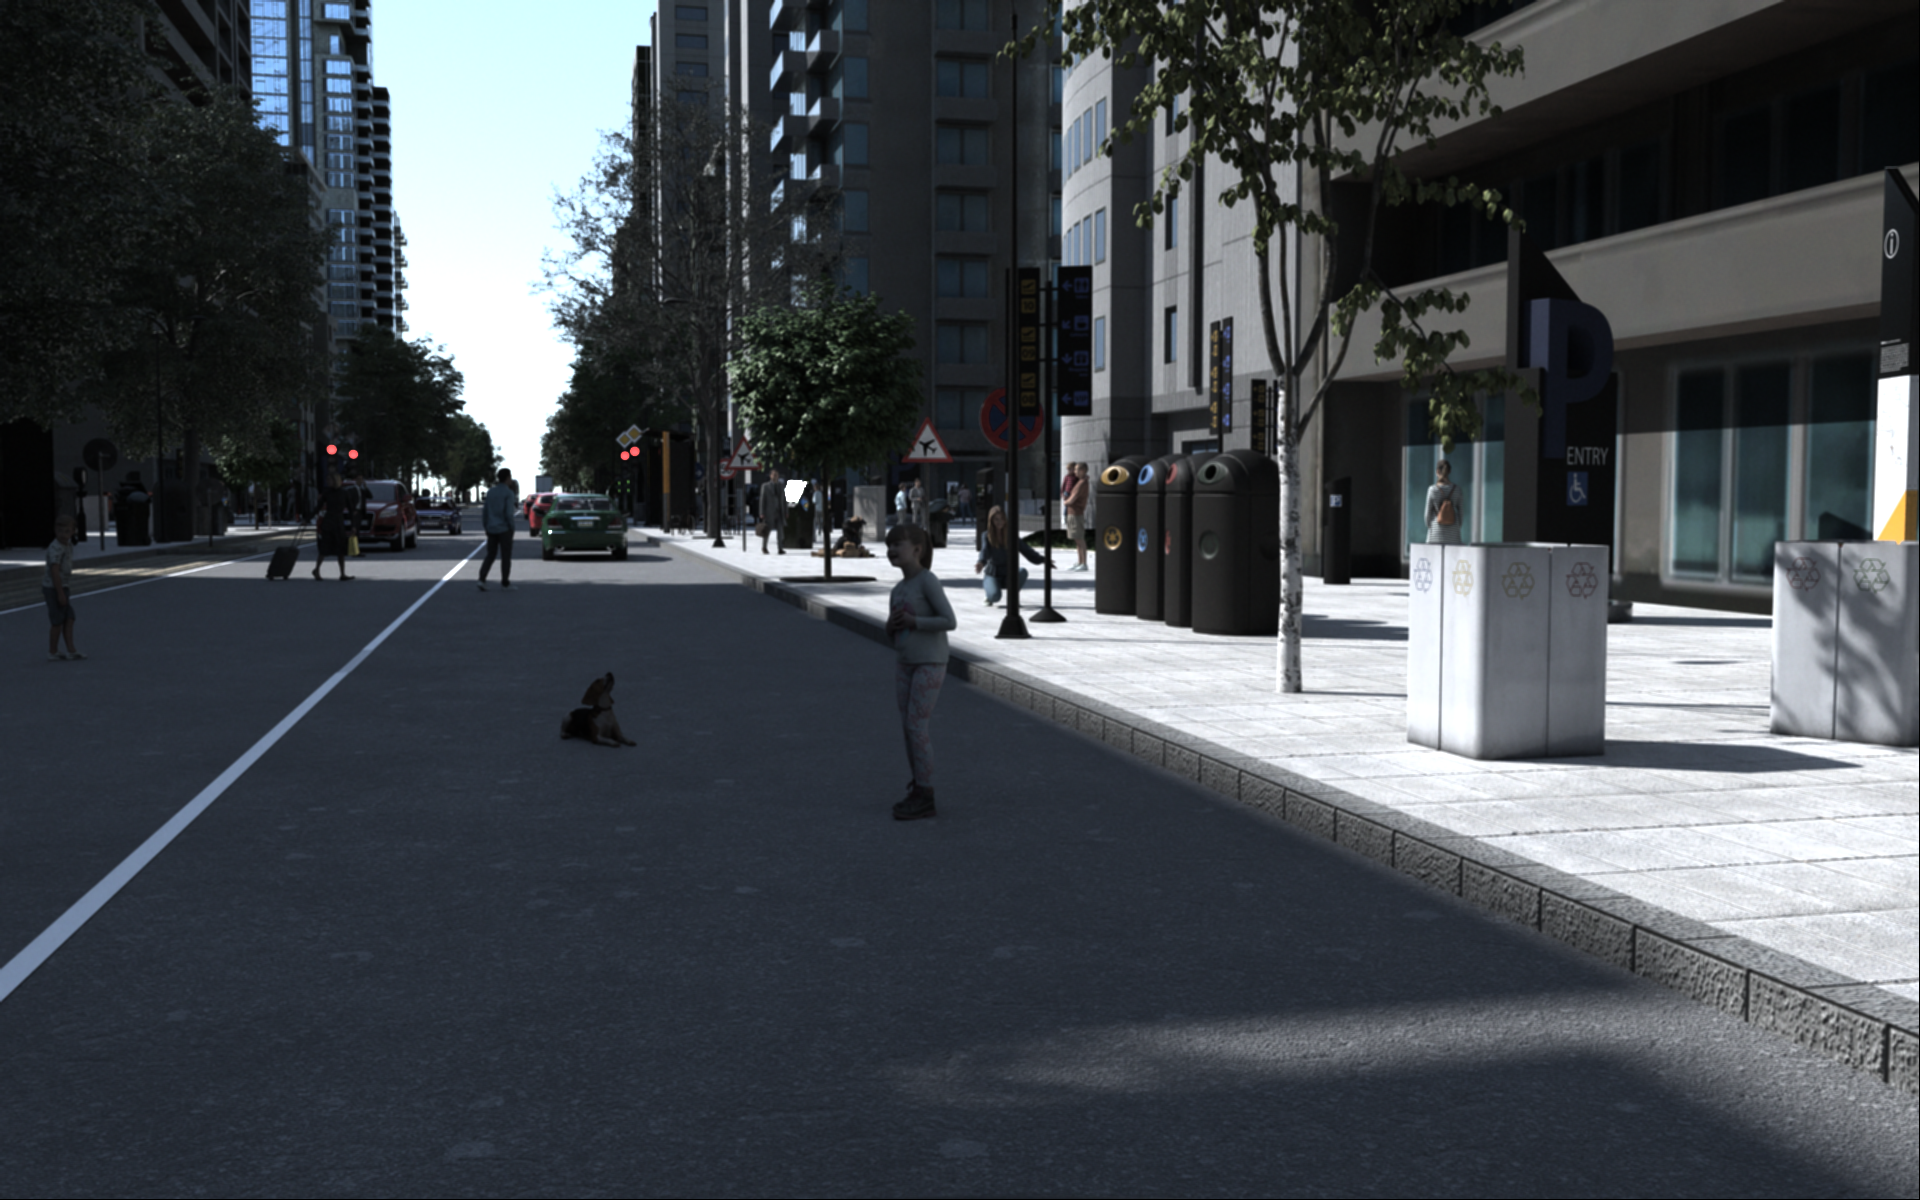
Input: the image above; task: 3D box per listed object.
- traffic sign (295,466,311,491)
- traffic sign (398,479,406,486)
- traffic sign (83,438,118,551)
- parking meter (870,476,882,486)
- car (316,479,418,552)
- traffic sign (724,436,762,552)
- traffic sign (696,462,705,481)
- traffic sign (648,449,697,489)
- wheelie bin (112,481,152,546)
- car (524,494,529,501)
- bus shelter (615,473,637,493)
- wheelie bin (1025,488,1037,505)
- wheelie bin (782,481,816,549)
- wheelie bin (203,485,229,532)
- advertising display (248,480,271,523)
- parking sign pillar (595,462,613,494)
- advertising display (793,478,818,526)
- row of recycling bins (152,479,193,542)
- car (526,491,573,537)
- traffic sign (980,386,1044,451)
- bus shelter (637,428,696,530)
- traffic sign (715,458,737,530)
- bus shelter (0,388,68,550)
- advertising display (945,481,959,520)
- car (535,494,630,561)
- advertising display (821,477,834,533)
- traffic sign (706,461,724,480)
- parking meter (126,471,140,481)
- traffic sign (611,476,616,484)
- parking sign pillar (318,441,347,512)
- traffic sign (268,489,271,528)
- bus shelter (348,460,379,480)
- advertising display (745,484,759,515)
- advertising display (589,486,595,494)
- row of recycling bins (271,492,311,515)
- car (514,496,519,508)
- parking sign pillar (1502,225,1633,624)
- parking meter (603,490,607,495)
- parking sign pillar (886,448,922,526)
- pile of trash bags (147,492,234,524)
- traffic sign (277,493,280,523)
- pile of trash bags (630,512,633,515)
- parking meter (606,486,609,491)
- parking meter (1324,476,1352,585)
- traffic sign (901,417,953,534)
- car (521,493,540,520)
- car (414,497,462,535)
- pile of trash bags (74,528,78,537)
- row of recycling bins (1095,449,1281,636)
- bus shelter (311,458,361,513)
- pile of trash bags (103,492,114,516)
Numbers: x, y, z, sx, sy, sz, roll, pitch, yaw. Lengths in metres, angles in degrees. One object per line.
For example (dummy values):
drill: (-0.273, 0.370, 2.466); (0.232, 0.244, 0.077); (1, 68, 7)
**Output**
traffic sign: (-30.200, -4.863, 79.616); (0.768, 2.556, 0.104); (0, 4, -4)
traffic sign: (-45.841, -8.697, 142.296); (0.768, 2.556, 0.104); (-1, 4, -9)
traffic sign: (-19.469, -2.394, 39.250); (0.768, 2.556, 0.104); (0, 4, -6)
parking meter: (-2.725, -3.071, 55.920); (0.255, 1.863, 0.399); (2, 4, 28)
car: (-15.151, -2.186, 44.408); (2.281, 1.827, 5.304); (-1, 4, -12)
traffic sign: (-4.809, -2.358, 38.564); (0.884, 2.594, 0.081); (-1, 4, -13)
traffic sign: (-10.447, -4.169, 68.266); (0.768, 2.556, 0.104); (0, 4, -5)
traffic sign: (-13.058, -5.182, 78.604); (2.265, 3.308, 0.079); (0, 4, -5)
wheelie bin: (-20.381, -2.125, 42.659); (0.980, 1.594, 0.693); (1, 4, 15)
car: (-42.198, -9.872, 171.625); (2.015, 1.641, 3.980); (-1, 4, -12)
bus shelter: (-25.658, -8.404, 131.336); (2.014, 3.302, 5.546); (-1, 4, -14)
wheelie bin: (3.426, -4.848, 87.180); (0.693, 1.594, 0.980); (-2, 4, -27)
wheelie bin: (-3.815, -2.003, 40.650); (0.980, 1.594, 0.693); (3, 5, 39)
wheelie bin: (-25.084, -3.084, 58.338); (0.980, 1.594, 0.693); (0, 4, 3)
advertising display: (-31.002, -4.369, 76.652); (0.974, 1.923, 0.123); (0, 4, -1)
parking sign pillar: (-25.981, -8.435, 126.388); (1.447, 3.967, 1.447); (0, 4, -8)
advertising display: (-6.136, -3.892, 68.843); (0.974, 1.923, 0.123); (0, 3, 0)
row of recycling bins: (-21.776, -2.496, 47.922); (1.069, 1.692, 3.534); (-1, 4, -23)
car: (-13.877, -3.100, 59.719); (2.155, 1.783, 4.494); (-1, 4, -12)
traffic sign: (0.605, -1.239, 20.368); (0.768, 2.556, 0.104); (0, 4, -7)
bus shelter: (-10.890, -4.479, 64.513); (1.731, 3.624, 6.357); (-1, 4, -14)
traffic sign: (-8.288, -3.751, 61.433); (0.768, 2.556, 0.104); (0, 4, -6)
bus shelter: (-20.780, -2.803, 37.110); (1.731, 3.624, 6.357); (-1, 4, -14)
advertising display: (-0.398, -4.888, 85.138); (0.123, 1.923, 0.974); (3, 4, 38)
car: (-8.461, -1.659, 38.920); (2.131, 1.459, 4.920); (-1, 4, -13)
advertising display: (-4.415, -3.207, 57.656); (0.123, 1.923, 0.974); (-2, 4, -24)
traffic sign: (-9.029, -3.940, 64.419); (0.884, 2.594, 0.081); (-1, 4, -10)
parking meter: (-21.247, -2.375, 44.548); (0.255, 1.863, 0.399); (-3, 5, -41)
traffic sign: (-24.005, -7.394, 120.890); (0.884, 2.594, 0.081); (-1, 4, -11)
parking sign pillar: (-31.730, -6.063, 87.607); (1.447, 3.967, 1.447); (-3, 5, -44)
traffic sign: (-26.058, -3.988, 65.312); (0.768, 2.556, 0.104); (-1, 4, -13)
bus shelter: (-42.139, -8.032, 122.611); (1.731, 3.624, 6.357); (-1, 4, -13)
advertising display: (-12.858, -6.220, 106.908); (0.974, 1.923, 0.123); (-3, 5, -43)
advertising display: (-27.650, -7.711, 131.294); (0.974, 1.923, 0.123); (2, 4, 25)
row of recycling bins: (-41.750, -6.187, 108.269); (3.534, 1.692, 1.069); (2, 4, 25)
car: (-46.873, -10.254, 180.228); (1.945, 1.354, 3.894); (-1, 4, -14)
parking sign pillar: (6.145, -1.788, 17.699); (1.447, 3.967, 1.447); (-2, 4, -35)
parking meter: (-25.392, -7.110, 124.654); (0.372, 1.533, 0.369); (0, 3, 0)
parking sign pillar: (-2.271, -4.971, 69.746); (1.447, 3.967, 1.447); (-1, 4, -19)
pile of trash bags: (-32.569, -3.875, 73.113); (3.447, 1.369, 1.912); (-2, 4, -35)
traffic sign: (-30.485, -4.730, 77.442); (0.768, 2.556, 0.104); (0, 4, -7)
pile of trash bags: (-20.081, -5.734, 103.503); (1.912, 1.369, 3.447); (-1, 4, -10)
parking meter: (-27.433, -7.802, 133.268); (0.399, 1.863, 0.255); (3, 5, 44)
parking meter: (5.374, -0.993, 24.653); (0.372, 1.533, 0.369); (0, 3, 0)
traffic sign: (-0.552, -1.783, 29.156); (0.884, 2.594, 0.081); (-1, 4, -10)
car: (-23.825, -5.459, 98.297); (2.155, 1.783, 4.494); (-1, 4, -14)
car: (-18.591, -2.974, 61.204); (1.945, 1.354, 3.894); (-1, 4, -13)
pile of trash bags: (-28.446, -2.603, 52.316); (3.447, 1.369, 1.912); (-1, 4, -18)
row of recycling bins: (2.282, -0.625, 17.331); (1.069, 1.692, 3.534); (-1, 4, -15)
bus shelter: (-33.899, -6.141, 94.332); (2.014, 3.302, 5.546); (-1, 4, -14)
pile of trash bags: (-40.121, -4.197, 78.368); (3.447, 1.369, 1.912); (-1, 4, -8)
